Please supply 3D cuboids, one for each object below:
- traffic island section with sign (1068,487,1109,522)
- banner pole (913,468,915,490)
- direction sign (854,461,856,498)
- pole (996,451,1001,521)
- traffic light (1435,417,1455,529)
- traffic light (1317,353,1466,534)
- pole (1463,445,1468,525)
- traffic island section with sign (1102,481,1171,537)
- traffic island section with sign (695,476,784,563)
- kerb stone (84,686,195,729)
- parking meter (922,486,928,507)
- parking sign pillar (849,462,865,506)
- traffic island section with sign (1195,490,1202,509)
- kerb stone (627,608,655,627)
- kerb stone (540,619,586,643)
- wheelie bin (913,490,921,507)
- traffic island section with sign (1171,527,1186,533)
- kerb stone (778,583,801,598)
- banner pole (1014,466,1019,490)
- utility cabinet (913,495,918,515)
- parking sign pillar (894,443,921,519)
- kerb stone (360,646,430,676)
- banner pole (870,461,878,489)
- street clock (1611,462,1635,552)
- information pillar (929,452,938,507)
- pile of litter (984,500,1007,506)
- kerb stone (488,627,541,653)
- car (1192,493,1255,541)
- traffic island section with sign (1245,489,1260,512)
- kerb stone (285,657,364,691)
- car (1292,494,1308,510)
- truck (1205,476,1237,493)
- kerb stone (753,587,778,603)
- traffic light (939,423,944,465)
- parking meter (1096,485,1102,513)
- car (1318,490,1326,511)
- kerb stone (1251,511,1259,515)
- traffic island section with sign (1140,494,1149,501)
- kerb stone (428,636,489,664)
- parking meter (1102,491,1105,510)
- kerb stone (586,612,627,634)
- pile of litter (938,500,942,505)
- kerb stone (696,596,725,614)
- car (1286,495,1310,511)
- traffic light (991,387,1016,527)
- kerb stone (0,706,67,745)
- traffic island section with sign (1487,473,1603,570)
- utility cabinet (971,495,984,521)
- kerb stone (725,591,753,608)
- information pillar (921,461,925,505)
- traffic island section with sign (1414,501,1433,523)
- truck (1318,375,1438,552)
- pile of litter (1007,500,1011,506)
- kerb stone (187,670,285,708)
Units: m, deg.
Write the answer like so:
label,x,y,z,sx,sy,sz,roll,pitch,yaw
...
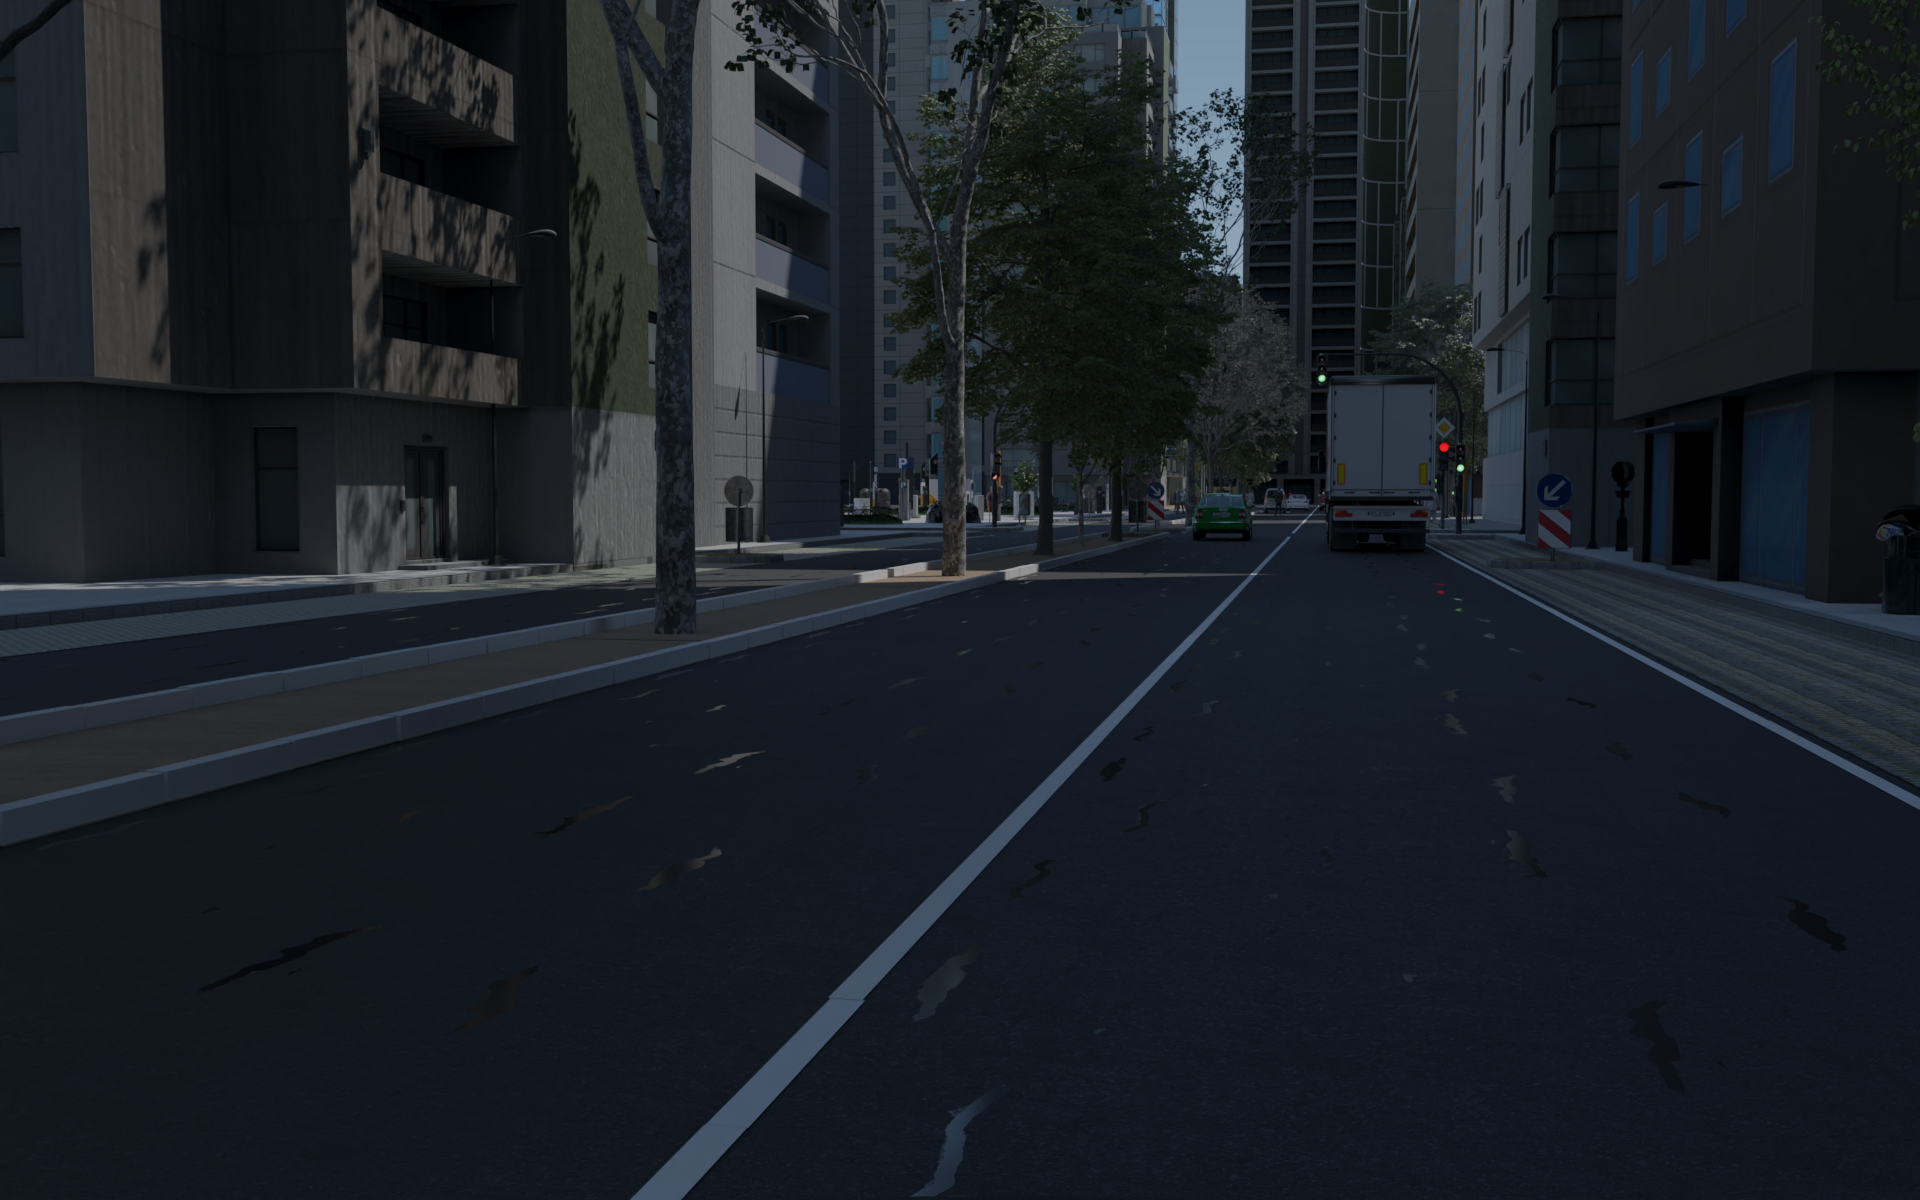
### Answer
label,x,y,z,sx,sy,sz,roll,pitch,yaw
traffic island section with sign,6.789,-5.021,90.722,1.989,1.847,2.006,1,4,12
banner pole,-4.118,-9.411,143.881,0.863,3.779,0.401,1,4,14
direction sign,-7.327,-7.857,120.459,0.379,3.537,0.876,-1,4,-10
pole,1.814,-5.366,81.576,0.158,3.312,0.155,0,3,0
traffic light,17.597,-4.539,63.133,0.839,4.253,0.868,1,4,12
traffic light,13.863,-4.951,55.620,4.771,5.953,1.251,1,4,12
pole,21.132,-4.804,72.391,0.158,3.312,0.155,0,3,0
traffic island section with sign,5.862,-3.039,57.827,2.006,1.907,1.989,1,4,12
traffic island section with sign,-4.809,-1.705,36.505,1.989,1.847,2.006,1,4,12
kerb stone,-5.242,0.692,10.982,0.120,0.150,1.000,1,4,12
parking meter,-2.471,-7.109,121.943,0.255,1.863,0.399,-2,4,-27
parking sign pillar,-8.594,-9.561,144.786,1.447,3.967,1.447,-1,4,-13
traffic island section with sign,22.921,-9.636,166.170,1.989,1.847,2.006,1,4,12
kerb stone,-3.536,0.195,19.012,0.120,0.150,1.000,1,4,12
kerb stone,-3.962,0.318,16.997,0.120,0.150,1.000,1,4,12
wheelie bin,-3.597,-7.860,136.424,0.980,1.594,0.693,0,4,-7
traffic island section with sign,7.420,-3.482,65.069,2.006,1.907,1.989,1,4,12
kerb stone,-2.454,-0.112,24.025,0.120,0.150,1.000,1,4,12
banner pole,4.636,-8.988,136.968,0.863,3.779,0.401,0,4,-5
utility cabinet,-2.848,-5.149,95.355,1.020,1.237,0.306,1,4,18
parking sign pillar,-2.800,-6.298,91.441,1.447,3.967,1.447,-1,4,-14
kerb stone,-4.608,0.502,13.982,0.120,0.150,1.000,1,4,12
banner pole,-6.632,-8.729,132.737,0.863,3.779,0.401,1,4,13
street clock,14.777,-2.083,38.630,0.358,2.002,0.471,-2,4,-31
information pillar,-1.449,-6.411,96.175,0.504,3.616,0.183,-1,4,-23
pile of litter,2.374,-7.201,131.704,1.719,0.858,1.176,-1,4,-15
kerb stone,-4.171,0.382,15.993,0.120,0.150,1.000,1,4,12
car,8.349,-2.816,54.846,1.959,1.807,4.718,1,4,11
traffic island section with sign,23.124,-7.977,138.554,2.006,1.907,1.989,1,4,12
kerb stone,-4.817,0.570,12.982,0.120,0.150,1.000,1,4,12
car,31.044,-9.018,159.443,2.014,1.417,4.499,1,4,13
truck,24.404,-9.973,158.976,3.469,3.379,9.791,1,4,11
kerb stone,-2.673,-0.051,23.022,0.120,0.150,1.000,1,4,12
traffic light,-0.322,-4.272,58.769,0.839,4.253,0.868,1,4,12
parking meter,9.227,-6.680,114.922,0.399,1.863,0.255,0,4,-8
car,31.733,-8.522,148.000,2.281,1.827,5.304,1,4,12
kerb stone,21.360,-6.308,125.358,0.120,0.150,1.000,1,4,12
traffic island section with sign,12.574,-6.675,117.768,1.989,1.847,2.006,1,4,12
kerb stone,-4.393,0.444,14.983,0.120,0.150,1.000,1,4,12
parking meter,11.197,-7.783,135.657,0.372,1.533,0.369,0,3,0
kerb stone,-3.746,0.256,18.008,0.120,0.150,1.000,1,4,12
pile of litter,-1.863,-7.686,139.627,1.176,0.858,1.719,-3,5,-42
kerb stone,-3.106,0.072,21.012,0.120,0.150,1.000,1,4,12
car,28.130,-8.068,144.268,2.083,1.381,4.827,1,4,11
traffic light,3.412,-5.597,66.175,4.771,5.953,1.251,1,4,12
kerb stone,-5.455,0.747,9.982,0.120,0.150,1.000,1,4,12
traffic island section with sign,11.312,-1.527,33.595,1.989,1.847,2.006,1,4,12
utility cabinet,0.909,-4.459,84.068,0.306,1.237,1.020,-1,4,-11
kerb stone,-2.883,0.011,22.009,0.120,0.150,1.000,1,4,12
information pillar,-2.648,-8.098,123.763,0.183,3.616,0.504,2,4,30
traffic island section with sign,22.851,-4.826,87.535,1.989,1.847,2.006,1,4,12
truck,11.086,-3.520,46.466,2.839,4.237,11.283,1,4,11
pile of litter,3.860,-7.469,136.075,1.719,0.858,1.176,0,4,1
kerb stone,-5.037,0.625,11.983,0.120,0.150,1.000,1,4,12
